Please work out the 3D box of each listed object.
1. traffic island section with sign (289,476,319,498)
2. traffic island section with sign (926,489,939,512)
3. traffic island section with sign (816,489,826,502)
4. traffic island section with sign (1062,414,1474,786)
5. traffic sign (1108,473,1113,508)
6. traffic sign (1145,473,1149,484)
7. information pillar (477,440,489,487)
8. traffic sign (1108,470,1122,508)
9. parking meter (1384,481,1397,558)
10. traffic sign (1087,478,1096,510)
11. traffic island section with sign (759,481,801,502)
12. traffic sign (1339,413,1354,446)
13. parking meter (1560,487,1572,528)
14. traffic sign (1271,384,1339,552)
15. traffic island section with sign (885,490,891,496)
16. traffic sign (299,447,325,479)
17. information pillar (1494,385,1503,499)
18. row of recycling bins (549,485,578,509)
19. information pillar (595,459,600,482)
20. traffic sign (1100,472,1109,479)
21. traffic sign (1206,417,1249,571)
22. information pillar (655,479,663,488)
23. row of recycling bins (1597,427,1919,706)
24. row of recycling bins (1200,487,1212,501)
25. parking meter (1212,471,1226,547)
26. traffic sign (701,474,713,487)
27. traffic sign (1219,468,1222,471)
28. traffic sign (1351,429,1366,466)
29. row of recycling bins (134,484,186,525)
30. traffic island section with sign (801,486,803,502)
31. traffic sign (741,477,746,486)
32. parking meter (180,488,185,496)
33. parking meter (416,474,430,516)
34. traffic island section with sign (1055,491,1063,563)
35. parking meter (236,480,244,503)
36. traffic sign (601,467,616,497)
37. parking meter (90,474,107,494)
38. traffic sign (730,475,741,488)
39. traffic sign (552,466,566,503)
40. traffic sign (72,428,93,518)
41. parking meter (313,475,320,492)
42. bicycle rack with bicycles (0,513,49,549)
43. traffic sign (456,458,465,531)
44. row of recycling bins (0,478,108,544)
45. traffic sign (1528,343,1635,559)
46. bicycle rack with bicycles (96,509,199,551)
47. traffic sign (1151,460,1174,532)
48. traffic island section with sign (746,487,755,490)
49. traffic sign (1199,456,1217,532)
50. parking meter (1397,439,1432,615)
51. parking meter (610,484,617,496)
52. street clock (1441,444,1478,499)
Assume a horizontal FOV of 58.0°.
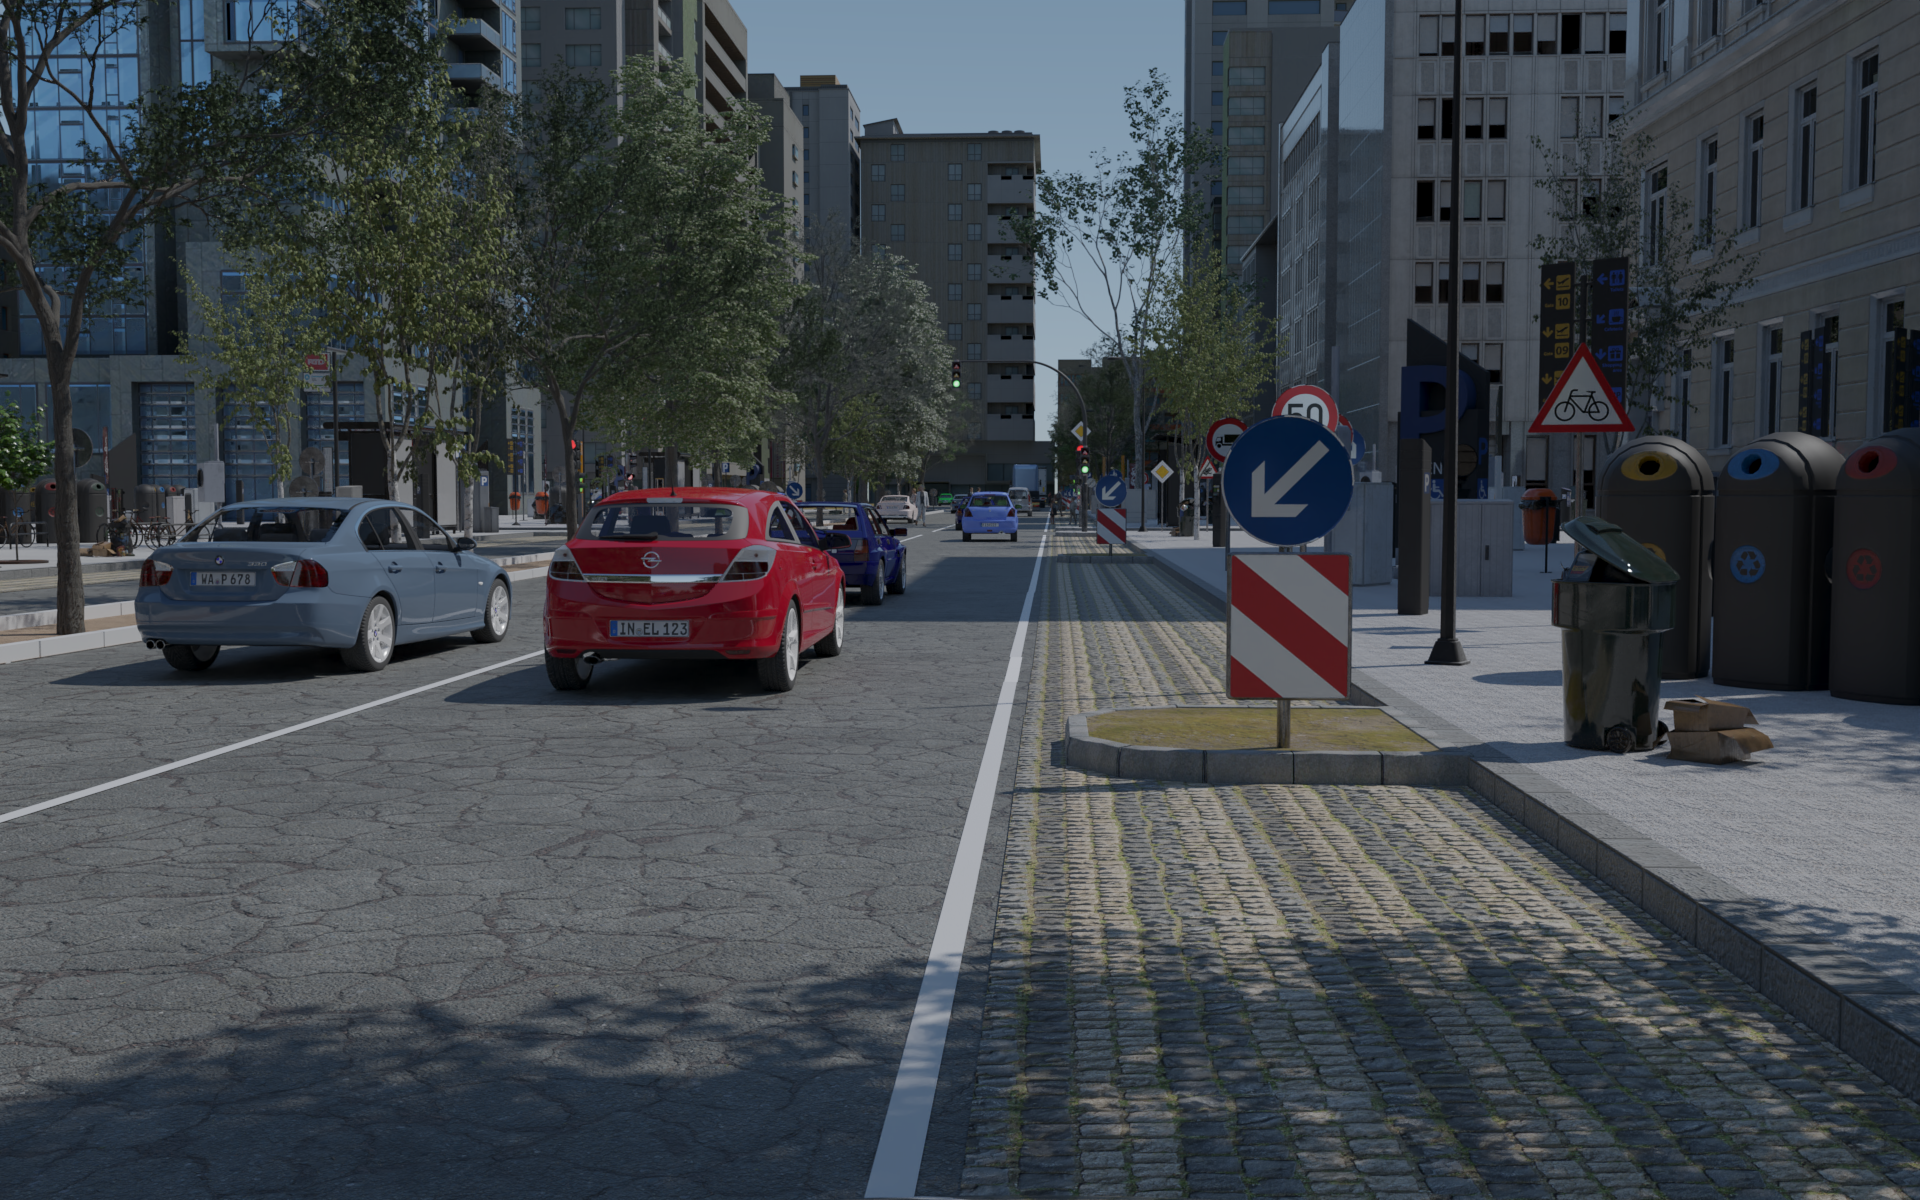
[{"bbox_3d":[-14.231,-1.736,37.008,1.989,1.847,2.006,0,4,3],"label":"traffic island section with sign"},{"bbox_3d":[-2.230,-8.193,142.087,2.006,1.907,1.989,0,4,3],"label":"traffic island section with sign"},{"bbox_3d":[-9.680,-6.845,120.537,1.989,1.847,2.006,0,4,3],"label":"traffic island section with sign"},{"bbox_3d":[1.575,-0.050,9.444,1.989,1.847,2.006,0,4,3],"label":"traffic island section with sign"},{"bbox_3d":[8.498,-5.894,96.480,0.768,2.556,0.104,0,4,7],"label":"traffic sign"},{"bbox_3d":[10.345,-6.016,98.468,0.768,2.556,0.104,1,4,9],"label":"traffic sign"},{"bbox_3d":[-20.566,-5.101,74.752,0.504,3.616,0.183,1,4,14],"label":"information pillar"},{"bbox_3d":[8.039,-5.487,89.821,0.768,2.556,0.104,1,4,11],"label":"traffic sign"},{"bbox_3d":[8.598,-1.615,34.820,0.372,1.533,0.369,0,3,0],"label":"parking meter"},{"bbox_3d":[10.329,-8.346,136.568,0.768,2.556,0.104,1,4,12],"label":"traffic sign"},{"bbox_3d":[-6.717,-3.151,59.663,2.006,1.907,1.989,0,4,3],"label":"traffic island section with sign"},{"bbox_3d":[5.638,-1.620,26.594,0.768,2.556,0.104,1,4,12],"label":"traffic sign"},{"bbox_3d":[22.846,-3.479,65.289,0.372,1.533,0.369,0,3,0],"label":"parking meter"},{"bbox_3d":[4.012,-1.229,20.204,0.768,2.556,0.104,1,4,10],"label":"traffic sign"},{"bbox_3d":[-7.014,-9.846,169.604,1.989,1.847,2.006,0,4,3],"label":"traffic island section with sign"},{"bbox_3d":[-17.493,-2.854,46.762,0.768,2.556,0.104,1,4,10],"label":"traffic sign"},{"bbox_3d":[11.700,-2.832,37.653,0.183,3.616,0.504,1,4,10],"label":"information pillar"},{"bbox_3d":[-18.723,-4.622,82.685,1.069,1.692,3.534,0,4,4],"label":"row of recycling bins"},{"bbox_3d":[-24.368,-7.676,116.850,0.504,3.616,0.183,-1,4,-22],"label":"information pillar"},{"bbox_3d":[8.381,-6.047,98.970,0.768,2.556,0.104,1,4,12],"label":"traffic sign"},{"bbox_3d":[4.470,-1.758,28.857,0.768,2.556,0.104,0,4,5],"label":"traffic sign"},{"bbox_3d":[-14.200,-4.732,81.859,0.304,2.012,0.304,-2,4,-26],"label":"information pillar"},{"bbox_3d":[5.672,-0.251,11.212,1.069,1.692,3.534,-2,4,-31],"label":"row of recycling bins"},{"bbox_3d":[15.056,-5.997,105.161,3.534,1.692,1.069,2,4,25],"label":"row of recycling bins"},{"bbox_3d":[6.307,-2.212,41.871,0.399,1.863,0.255,-3,5,-40],"label":"parking meter"},{"bbox_3d":[-15.796,-6.597,107.975,0.768,2.556,0.104,0,4,7],"label":"traffic sign"},{"bbox_3d":[10.325,-3.976,67.134,0.606,2.300,0.079,0,4,4],"label":"traffic sign"},{"bbox_3d":[7.336,-2.015,33.059,0.768,2.556,0.104,1,4,11],"label":"traffic sign"},{"bbox_3d":[-33.777,-4.039,73.154,1.069,1.692,3.534,0,4,3],"label":"row of recycling bins"},{"bbox_3d":[-6.305,-3.604,67.058,2.006,1.907,1.989,0,4,3],"label":"traffic island section with sign"},{"bbox_3d":[-15.357,-7.619,124.684,0.768,2.556,0.104,0,4,4],"label":"traffic sign"},{"bbox_3d":[-30.690,-3.685,68.665,0.372,1.533,0.369,0,3,0],"label":"parking meter"},{"bbox_3d":[-15.478,-2.703,49.909,0.255,1.863,0.399,-3,5,-41],"label":"parking meter"},{"bbox_3d":[3.039,-1.696,36.359,1.989,1.847,2.006,0,4,3],"label":"traffic island section with sign"},{"bbox_3d":[-30.300,-4.109,72.901,0.255,1.863,0.399,-1,4,-12],"label":"parking meter"},{"bbox_3d":[-16.305,-4.906,80.315,0.768,2.556,0.104,1,4,12],"label":"traffic sign"},{"bbox_3d":[-24.755,-2.696,49.792,0.399,1.863,0.255,-3,5,-41],"label":"parking meter"},{"bbox_3d":[-14.774,-6.960,113.902,0.768,2.556,0.104,1,4,8],"label":"traffic sign"},{"bbox_3d":[-17.969,-4.754,77.839,0.768,2.556,0.104,0,4,5],"label":"traffic sign"},{"bbox_3d":[-17.063,-2.035,33.381,0.768,2.556,0.104,1,4,10],"label":"traffic sign"},{"bbox_3d":[-20.242,-2.967,54.224,0.255,1.863,0.399,1,4,17],"label":"parking meter"},{"bbox_3d":[-23.058,-1.679,40.826,2.852,0.926,2.925,0,4,-1],"label":"bicycle rack with bicycles"},{"bbox_3d":[-17.495,-3.682,60.309,0.768,2.556,0.104,0,4,4],"label":"traffic sign"},{"bbox_3d":[-23.998,-2.304,44.791,3.534,1.692,1.069,-3,5,-43],"label":"row of recycling bins"},{"bbox_3d":[5.360,-0.917,14.994,0.884,2.594,0.081,1,4,9],"label":"traffic sign"},{"bbox_3d":[-18.514,-1.616,39.796,2.852,0.926,2.925,2,4,27],"label":"bicycle rack with bicycles"},{"bbox_3d":[6.890,-3.537,59.023,0.795,2.450,0.064,0,4,6],"label":"traffic sign"},{"bbox_3d":[-11.230,-5.125,92.415,1.989,1.847,2.006,0,4,3],"label":"traffic island section with sign"},{"bbox_3d":[8.401,-3.596,58.801,0.884,2.594,0.081,1,4,10],"label":"traffic sign"},{"bbox_3d":[4.845,-0.780,18.461,0.255,1.863,0.399,2,4,30],"label":"parking meter"},{"bbox_3d":[-20.740,-5.996,103.748,0.399,1.863,0.255,0,4,0],"label":"parking meter"},{"bbox_3d":[7.179,-1.245,24.931,0.471,2.002,0.358,-1,4,-9],"label":"street clock"}]
